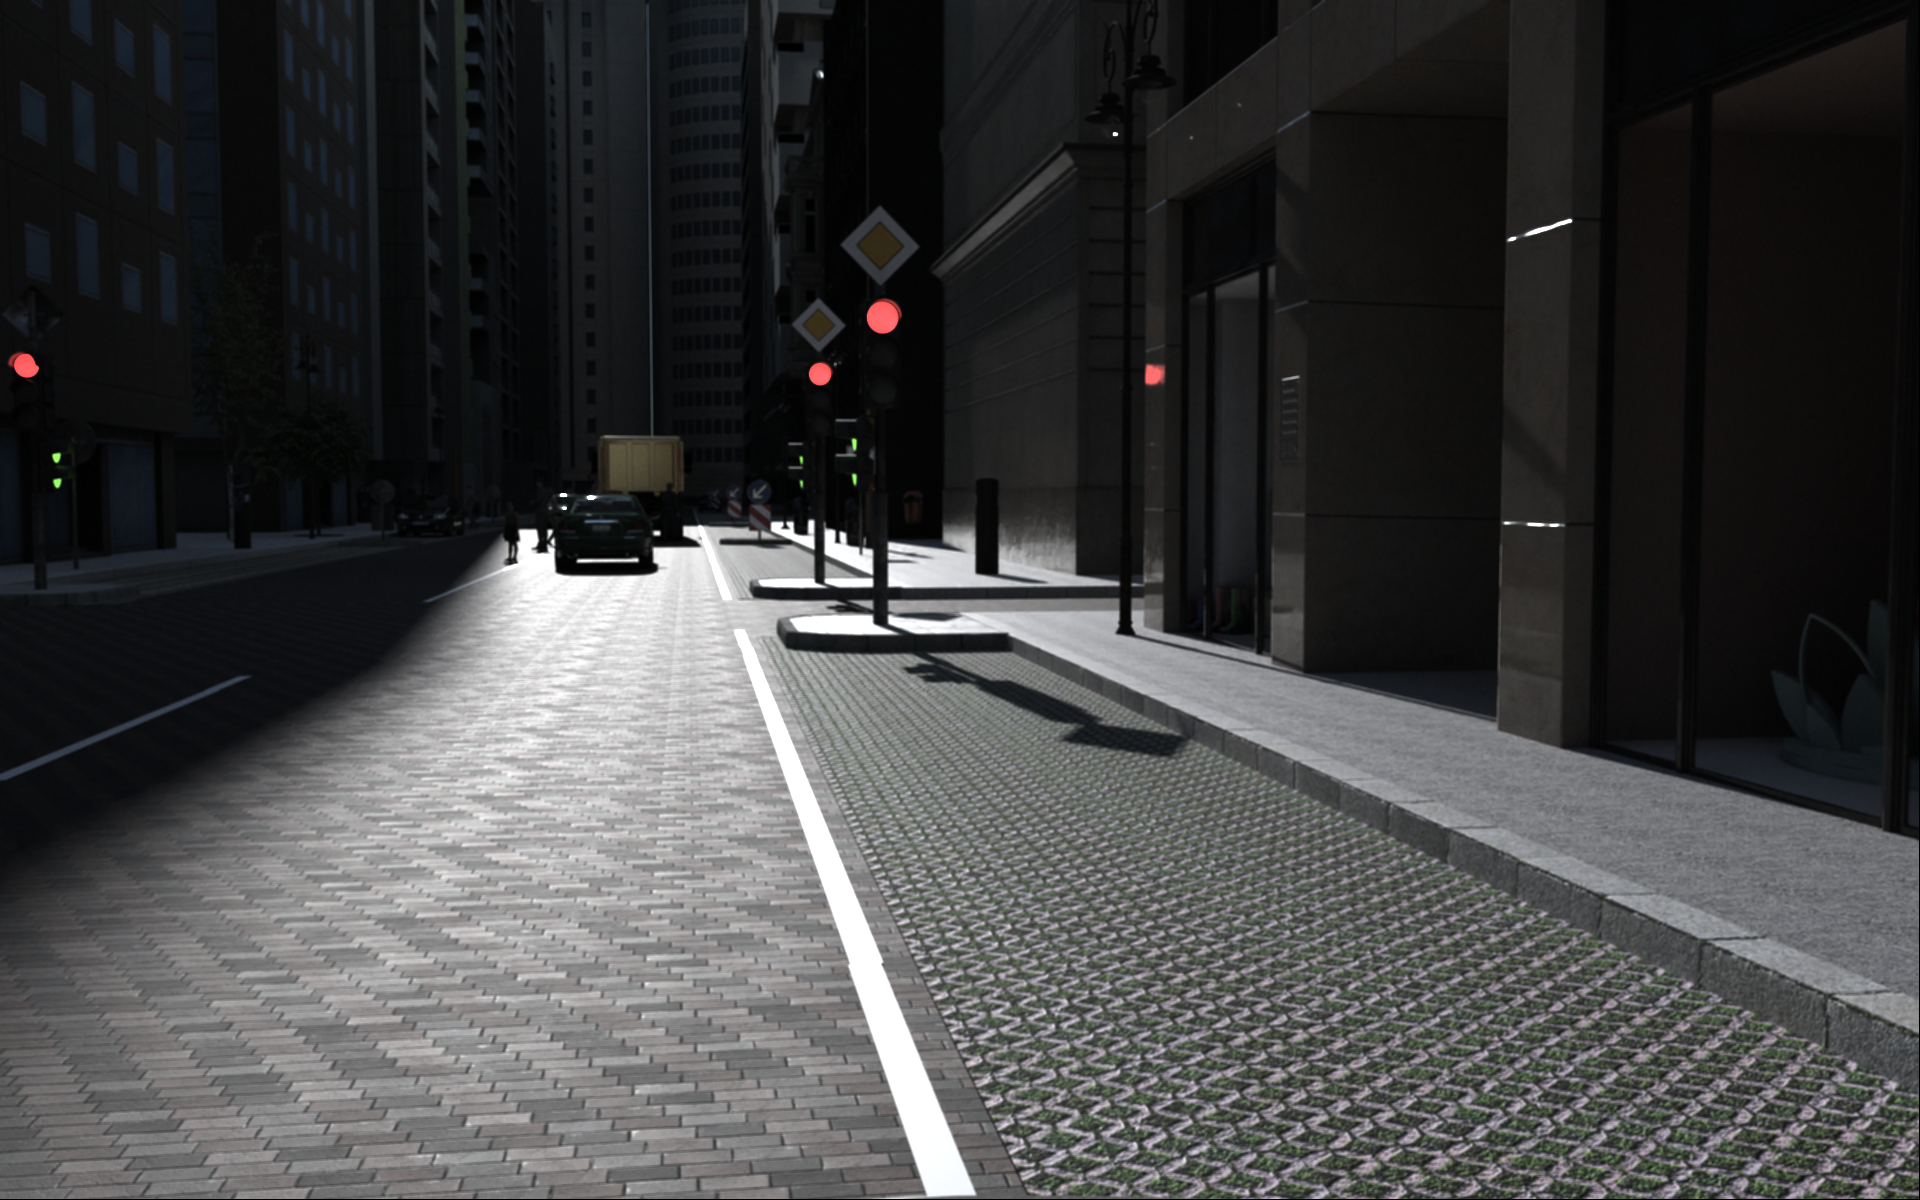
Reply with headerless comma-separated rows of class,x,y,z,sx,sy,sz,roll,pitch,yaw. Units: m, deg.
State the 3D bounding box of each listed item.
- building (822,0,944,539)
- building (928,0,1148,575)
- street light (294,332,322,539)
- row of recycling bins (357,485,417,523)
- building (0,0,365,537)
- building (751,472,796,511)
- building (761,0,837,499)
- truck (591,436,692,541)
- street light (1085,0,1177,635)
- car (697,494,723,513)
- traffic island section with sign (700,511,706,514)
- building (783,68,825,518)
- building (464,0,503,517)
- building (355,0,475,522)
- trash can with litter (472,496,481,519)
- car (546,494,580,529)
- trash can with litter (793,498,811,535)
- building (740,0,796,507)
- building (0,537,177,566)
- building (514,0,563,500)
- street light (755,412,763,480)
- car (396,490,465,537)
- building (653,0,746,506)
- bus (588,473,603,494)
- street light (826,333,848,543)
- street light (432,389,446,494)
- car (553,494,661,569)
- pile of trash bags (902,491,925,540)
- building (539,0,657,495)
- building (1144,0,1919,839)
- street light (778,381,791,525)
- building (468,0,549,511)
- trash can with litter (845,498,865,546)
building,2.283,-13.902,56.968,12.332,23.373,15.834,-1,4,-9
building,14.767,-12.398,35.984,30.059,22.955,16.112,-1,4,-9
street light,-18.622,-4.697,49.591,0.468,5.910,1.993,-1,4,-9
row of recycling bins,-26.018,-4.281,77.108,3.534,1.692,1.069,-1,4,-13
building,-30.246,-25.201,62.151,14.600,45.320,14.200,-1,4,-9
building,-0.859,-27.570,142.654,32.217,40.220,23.993,-1,4,-9
building,0.680,-32.249,116.502,28.713,52.752,27.495,-1,4,-9
truck,-10.434,-3.722,56.781,3.469,3.379,9.791,-1,4,-10
street light,1.516,-2.625,15.703,0.468,5.910,1.993,-1,4,-9
car,-18.871,-7.401,130.800,2.009,1.686,4.222,-1,4,-10
traffic island section with sign,-17.933,-7.198,126.323,1.989,1.847,2.006,-1,4,-9
building,-1.073,-16.116,82.579,14.460,24.649,34.723,-1,4,-9
building,-40.531,-48.712,109.108,22.319,86.520,31.000,-1,4,-9
building,-32.020,-24.512,84.370,14.154,41.232,14.086,-1,4,-9
trash can with litter,-24.523,-4.673,87.797,0.624,1.170,1.055,-1,4,-23
car,-16.585,-3.753,73.159,2.131,1.459,4.920,-1,4,-10
trash can with litter,-4.998,-2.677,55.164,0.624,1.170,1.055,-1,4,-11
building,-9.605,-33.050,164.062,21.300,48.544,21.600,-1,4,-9
building,-24.011,-23.362,32.073,14.600,45.320,14.200,-1,4,-9
building,-48.095,-32.684,158.086,21.600,48.544,21.300,-1,4,-9
street light,-11.362,-7.655,97.940,0.468,5.910,1.993,-1,4,-9
car,-17.823,-2.972,58.383,2.009,1.686,4.222,0,4,-7
building,-20.364,-39.870,193.875,28.212,58.520,21.231,-1,4,-9
bus,-26.266,-8.541,131.195,2.896,3.916,12.252,0,4,-8
street light,-3.207,-4.430,45.216,0.468,5.910,1.993,-1,4,-9
street light,-22.786,-6.309,75.946,0.468,5.910,1.993,-1,4,-9
car,-7.041,-1.387,34.471,2.131,1.459,4.920,-1,4,-9
pile of trash bags,0.022,-2.316,47.623,3.447,1.369,1.912,1,4,20
building,-48.242,-39.606,189.555,28.212,58.520,21.231,-1,4,-9
building,13.892,-11.995,0.628,19.350,26.468,34.151,-1,4,-9
street light,-7.176,-5.998,70.848,0.468,5.910,1.993,-1,4,-9
building,-43.737,-42.706,136.487,20.563,71.187,20.611,-1,4,-9
trash can with litter,-2.539,-1.942,43.144,0.624,1.170,1.055,-1,4,-9
